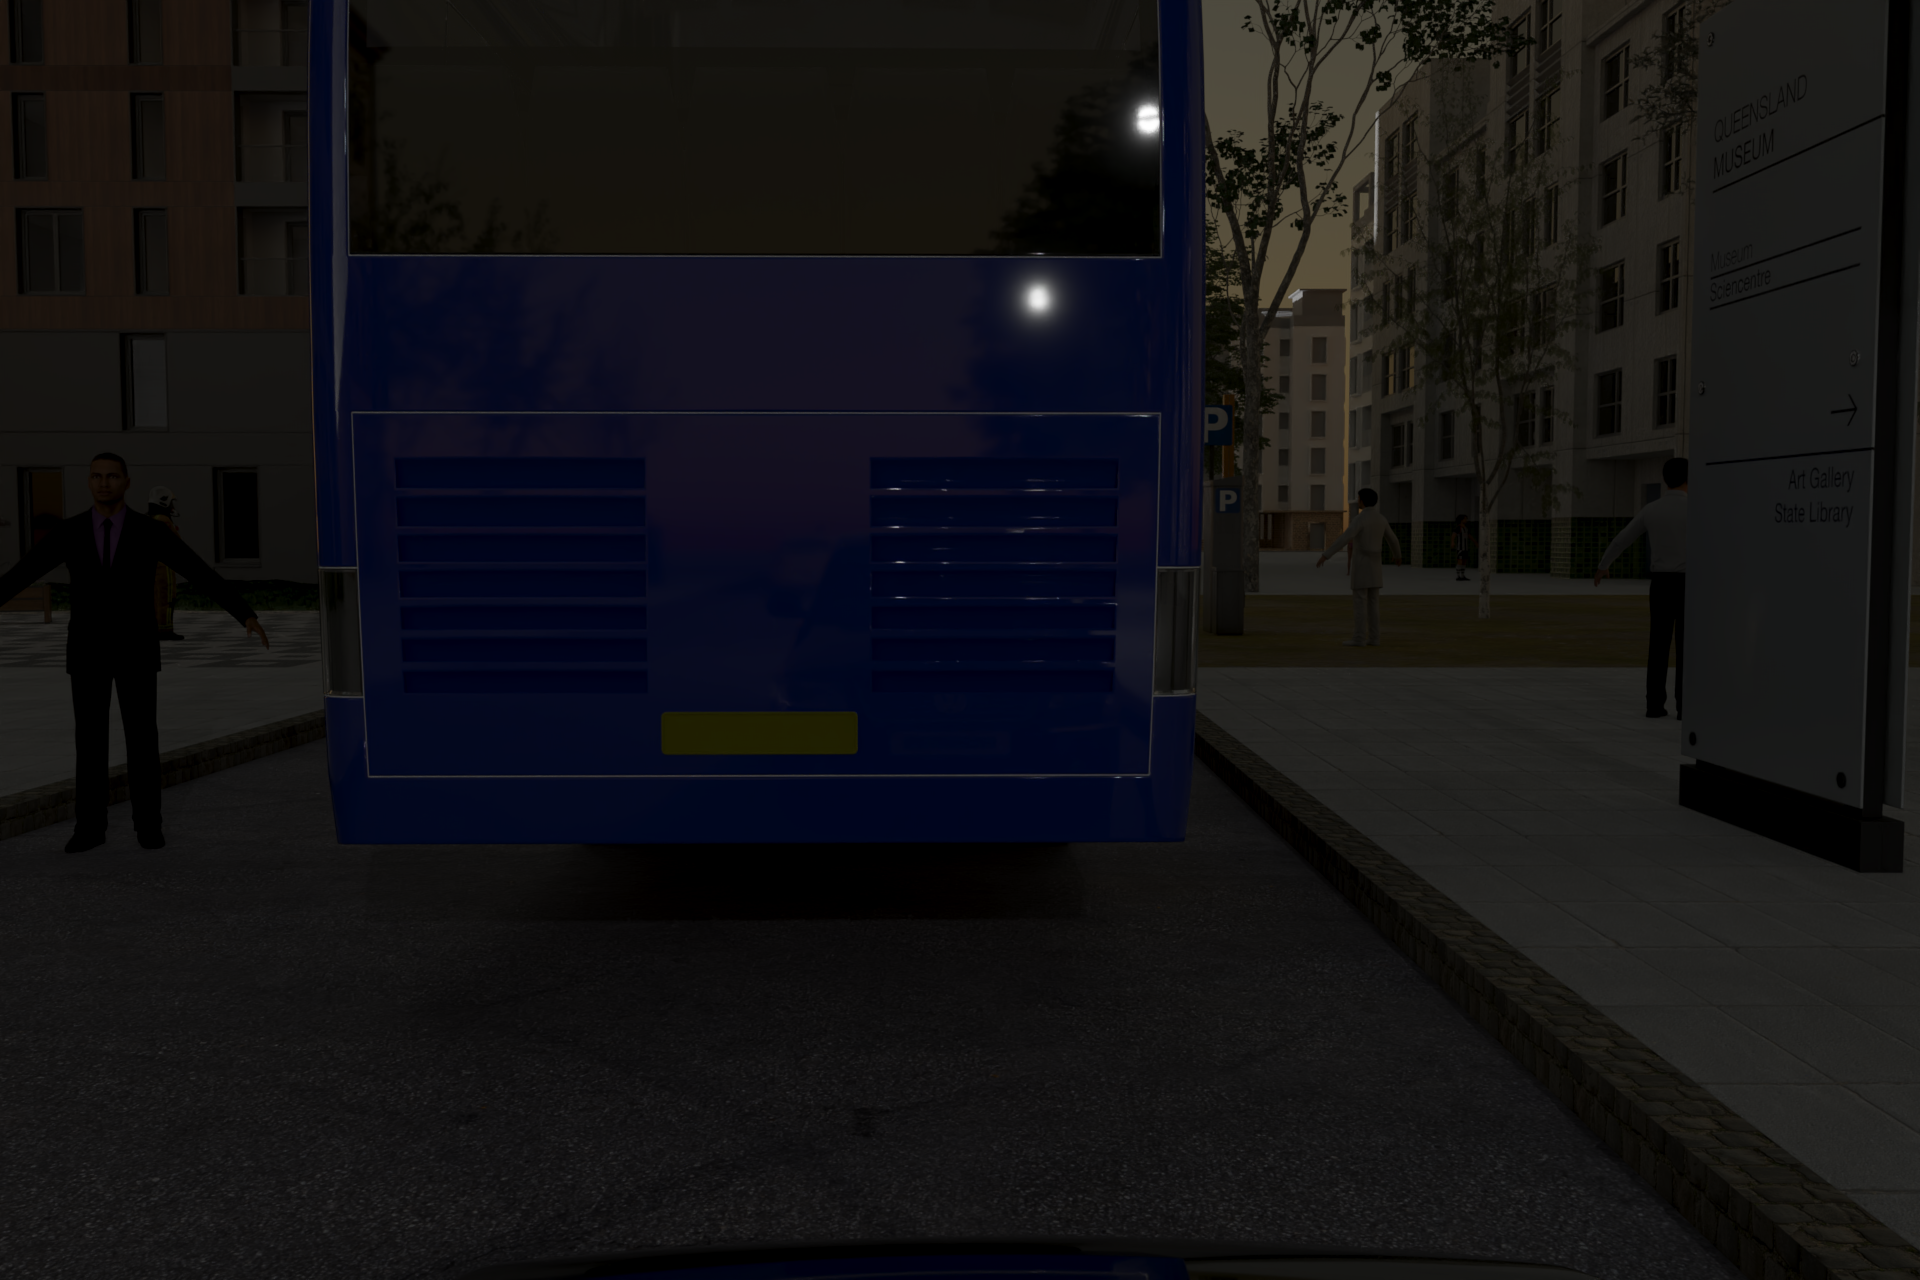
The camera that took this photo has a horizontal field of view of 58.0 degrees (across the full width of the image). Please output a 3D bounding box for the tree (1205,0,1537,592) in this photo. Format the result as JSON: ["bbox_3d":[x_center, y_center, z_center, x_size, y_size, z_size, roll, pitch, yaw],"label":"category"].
[{"bbox_3d":[7.868,-11.104,37.437,12.611,20.169,13.585,0,3,0],"label":"tree"}]

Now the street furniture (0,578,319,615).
[{"bbox_3d":[-11.521,-0.880,30.013,10.072,0.657,5.734,0,4,4],"label":"street furniture"}]

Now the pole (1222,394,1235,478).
[{"bbox_3d":[3.924,-1.929,25.389,0.158,3.312,0.155,0,3,0],"label":"pole"}]

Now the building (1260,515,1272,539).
[{"bbox_3d":[24.189,-18.713,172.414,16.747,18.905,31.486,0,4,0],"label":"building"}]

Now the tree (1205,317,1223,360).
[{"bbox_3d":[6.196,-8.600,66.366,9.928,11.665,9.643,0,3,0],"label":"tree"}]

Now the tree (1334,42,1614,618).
[{"bbox_3d":[8.142,-4.645,26.301,4.360,8.622,3.978,0,3,0],"label":"tree"}]

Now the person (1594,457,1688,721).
[{"bbox_3d":[4.986,-0.359,12.032,0.704,1.810,1.344,-3,5,-39],"label":"person"}]

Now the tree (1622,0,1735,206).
[{"bbox_3d":[11.291,-6.526,17.072,12.009,13.543,11.850,0,3,0],"label":"tree"}]

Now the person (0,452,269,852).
[{"bbox_3d":[-3.870,0.047,7.908,1.346,1.802,0.704,-1,4,-17],"label":"person"}]

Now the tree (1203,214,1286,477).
[{"bbox_3d":[6.677,-8.465,56.523,7.486,12.596,7.792,0,3,0],"label":"tree"}]

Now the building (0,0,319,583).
[{"bbox_3d":[-25.140,-13.169,59.282,27.936,21.610,32.646,0,4,0],"label":"building"}]

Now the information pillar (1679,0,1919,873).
[{"bbox_3d":[3.486,-0.976,7.268,0.184,3.620,1.656,0,3,0],"label":"information pillar"}]

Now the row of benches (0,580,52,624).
[{"bbox_3d":[-14.793,-0.531,24.139,4.104,0.672,1.422,-2,4,-25],"label":"row of benches"}]

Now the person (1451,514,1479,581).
[{"bbox_3d":[13.796,-2.529,47.500,1.345,1.843,0.704,-3,5,-43],"label":"person"}]

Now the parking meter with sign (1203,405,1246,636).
[{"bbox_3d":[3.415,-1.612,22.613,0.543,3.016,1.738,0,4,-1],"label":"parking meter with sign"}]

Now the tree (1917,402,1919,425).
[{"bbox_3d":[6.519,-3.553,8.448,4.360,8.622,3.978,0,3,0],"label":"tree"}]

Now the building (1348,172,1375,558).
[{"bbox_3d":[26.012,-14.398,91.833,16.016,20.090,11.380,0,3,0],"label":"building"}]

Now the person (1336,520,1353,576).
[{"bbox_3d":[12.150,-2.860,53.571,1.217,1.733,0.721,1,4,9],"label":"person"}]

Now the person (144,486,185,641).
[{"bbox_3d":[-9.614,-0.927,20.931,1.354,1.858,0.705,3,5,41],"label":"person"}]

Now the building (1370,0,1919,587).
[{"bbox_3d":[25.820,-11.680,57.433,16.747,18.905,31.486,0,3,0],"label":"building"}]

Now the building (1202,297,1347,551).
[{"bbox_3d":[23.494,-17.691,145.665,16.016,20.090,11.380,0,4,1],"label":"building"}]

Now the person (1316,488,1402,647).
[{"bbox_3d":[4.635,-0.836,19.853,1.347,1.806,0.705,-2,4,-34],"label":"person"}]

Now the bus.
[{"bbox_3d":[-0.662,-1.184,10.899,2.896,3.916,12.251,0,4,-1],"label":"bus"}]
